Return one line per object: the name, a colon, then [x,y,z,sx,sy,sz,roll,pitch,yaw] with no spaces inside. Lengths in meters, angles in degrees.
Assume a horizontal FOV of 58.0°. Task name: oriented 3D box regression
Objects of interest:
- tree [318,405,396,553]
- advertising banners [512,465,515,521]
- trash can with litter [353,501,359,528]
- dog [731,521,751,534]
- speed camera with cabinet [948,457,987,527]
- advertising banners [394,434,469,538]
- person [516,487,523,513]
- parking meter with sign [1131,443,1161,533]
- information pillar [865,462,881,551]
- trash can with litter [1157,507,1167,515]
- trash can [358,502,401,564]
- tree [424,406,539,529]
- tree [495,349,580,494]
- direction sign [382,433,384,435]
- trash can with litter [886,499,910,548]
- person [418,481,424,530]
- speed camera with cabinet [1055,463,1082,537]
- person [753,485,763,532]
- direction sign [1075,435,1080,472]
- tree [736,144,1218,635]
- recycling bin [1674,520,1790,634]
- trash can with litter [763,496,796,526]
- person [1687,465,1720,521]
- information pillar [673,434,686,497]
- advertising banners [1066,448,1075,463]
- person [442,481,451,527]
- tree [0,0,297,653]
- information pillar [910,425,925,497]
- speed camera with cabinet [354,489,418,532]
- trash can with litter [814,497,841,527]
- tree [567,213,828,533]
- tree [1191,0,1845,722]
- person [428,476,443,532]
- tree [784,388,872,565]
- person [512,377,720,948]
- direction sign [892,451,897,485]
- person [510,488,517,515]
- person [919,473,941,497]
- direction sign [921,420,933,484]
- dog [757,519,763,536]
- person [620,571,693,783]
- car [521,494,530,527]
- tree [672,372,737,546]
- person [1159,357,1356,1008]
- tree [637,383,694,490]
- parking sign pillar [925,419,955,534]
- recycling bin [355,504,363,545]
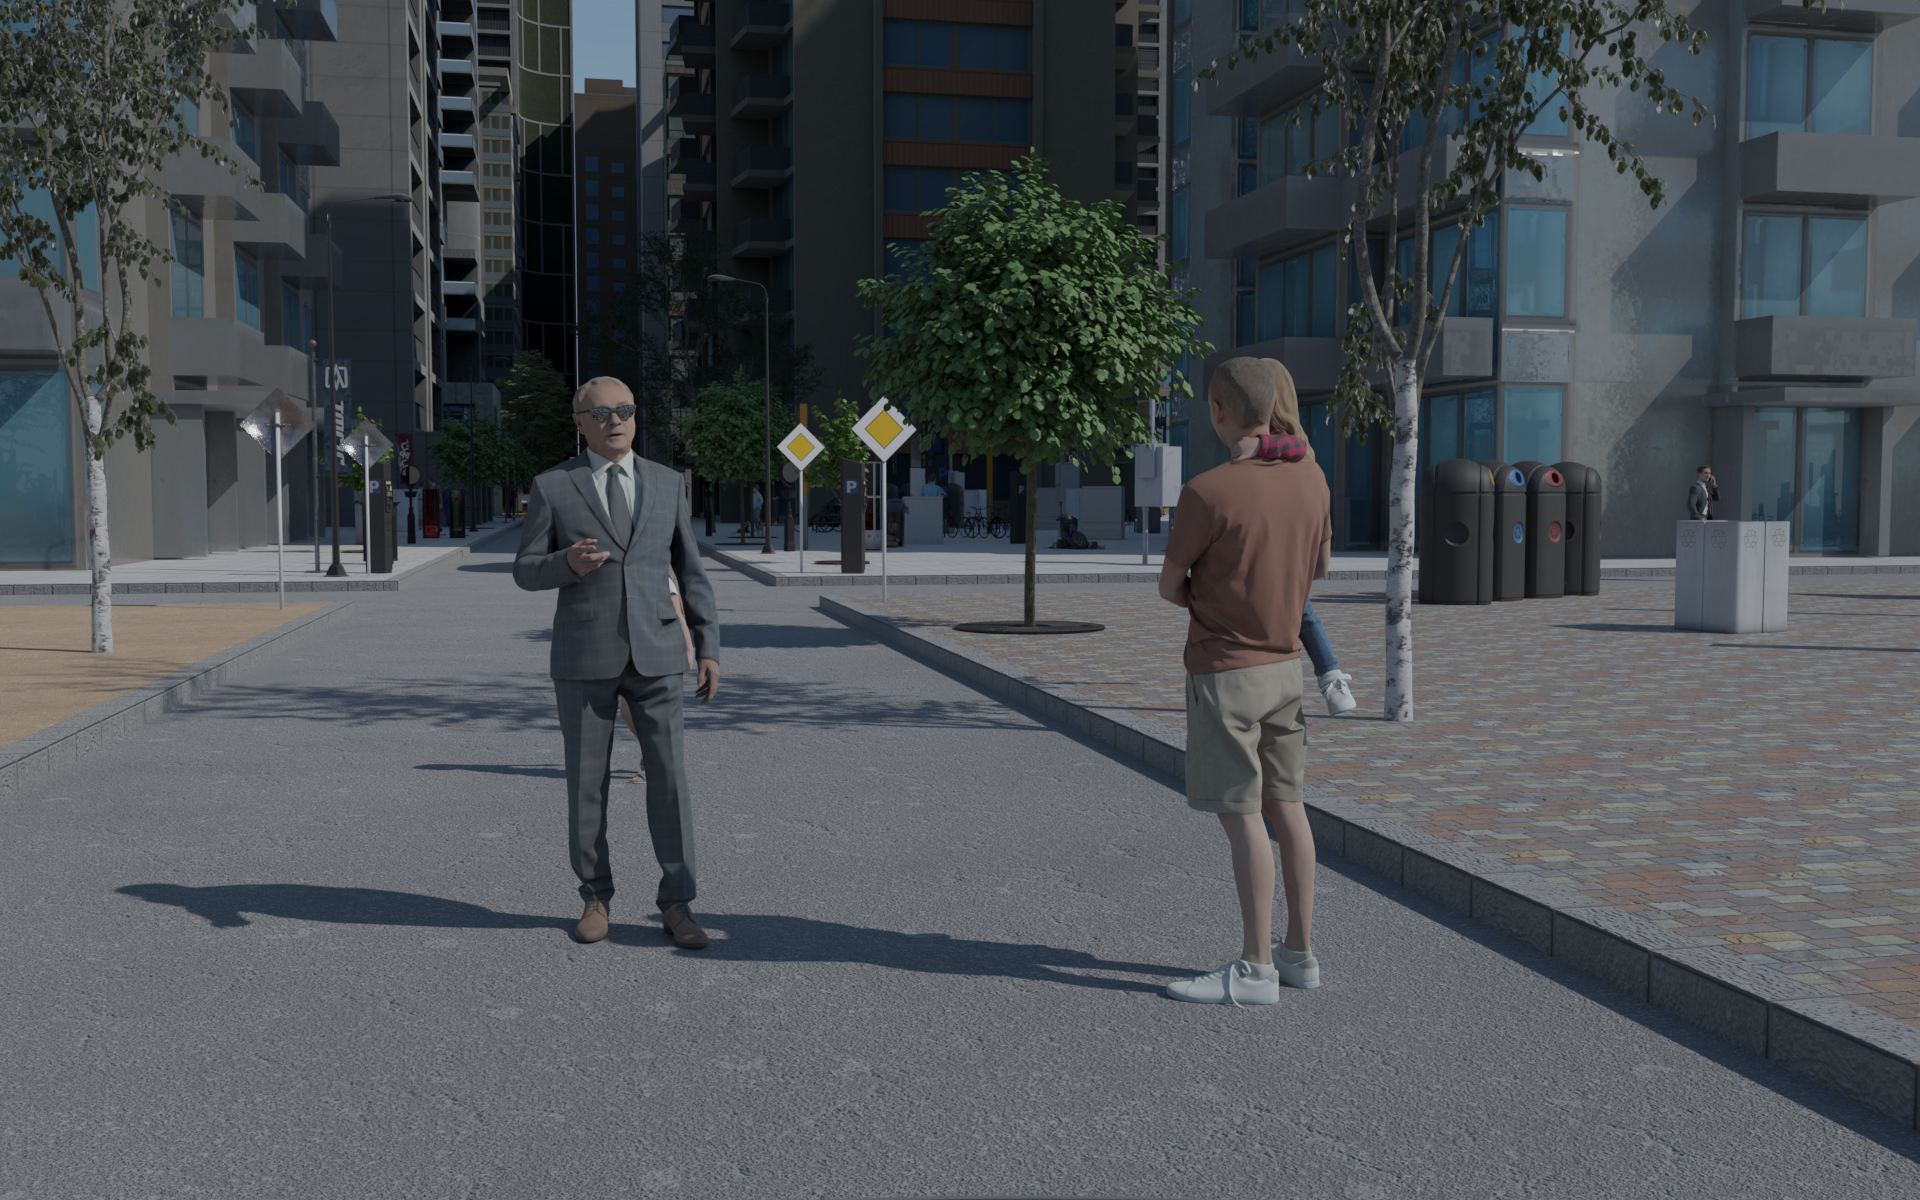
tree: [-13.160,-2.642,37.796,1.663,3.219,1.824,0,3,0]
advertising banners: [-21.531,-5.348,83.621,0.090,3.025,2.074,-1,4,-12]
trash can with litter: [-22.534,-3.281,65.027,0.624,1.170,1.055,-3,4,-38]
dog: [-7.121,-2.373,56.534,0.748,0.427,0.550,-1,4,-11]
speed camera with cabinet: [0.244,-4.572,69.084,0.660,3.252,2.038,-3,5,-44]
advertising banners: [-15.296,-3.299,50.122,2.074,3.025,0.090,0,4,-1]
person: [-29.264,-6.631,115.120,0.551,1.740,0.621,-2,4,-32]
parking meter with sign: [6.120,-3.721,57.097,0.543,3.016,1.738,-1,4,-19]
information pillar: [-1.994,-2.133,39.362,0.304,2.012,0.304,2,4,27]
trash can with litter: [11.559,-5.697,104.211,2.233,1.210,1.678,0,4,4]
trash can: [-10.590,-1.222,31.626,0.748,1.137,0.748,0,3,0]
tree: [-18.054,-4.919,64.145,4.285,4.588,4.351,0,3,0]
tree: [-33.406,-13.343,136.288,7.486,12.596,7.792,0,3,0]
direction sign: [-21.526,-4.406,64.040,0.379,3.537,0.876,1,4,16]
trash can with litter: [-1.557,-1.860,41.803,0.624,1.170,1.055,0,4,5]
person: [-19.185,-3.372,61.740,0.480,1.755,0.524,-3,5,-39]
speed camera with cabinet: [3.345,-3.434,50.478,0.660,3.252,2.038,-1,4,-14]
person: [-6.905,-3.111,58.713,0.330,1.601,0.589,-2,4,-27]
direction sign: [4.141,-4.214,60.888,0.379,3.537,0.876,1,4,13]
tree: [0.713,-1.992,16.278,4.285,4.588,4.351,0,3,0]
recycling bin: [7.244,-0.227,16.266,0.722,1.027,0.722,-2,4,-25]
trash can with litter: [-7.164,-3.581,69.611,1.678,1.210,2.233,2,4,27]
person: [12.225,-1.260,28.464,0.474,1.900,0.648,2,4,29]
information pillar: [-10.808,-4.603,66.614,0.504,3.616,0.183,0,4,-7]
advertising banners: [4.701,-4.232,65.384,0.090,3.025,2.074,-3,5,-40]
person: [-19.794,-3.707,66.827,0.419,1.800,0.721,-1,4,-12]
tree: [-7.071,-3.866,13.578,4.360,8.622,3.978,0,3,0]
information pillar: [-1.339,-3.909,55.263,0.504,3.616,0.183,-1,4,-15]
speed camera with cabinet: [-19.574,-3.956,59.011,2.038,3.252,0.660,-1,4,-23]
trash can with litter: [-5.130,-3.434,67.532,1.055,1.170,0.624,-2,4,-26]
tree: [-8.396,-7.523,57.418,8.767,10.594,7.601,-2,4,-32]
tree: [2.715,-3.626,9.655,4.360,8.622,3.978,0,3,0]
person: [-16.233,-2.907,53.475,0.656,1.842,0.836,1,4,9]
tree: [-2.144,-2.277,31.837,1.663,3.219,1.824,0,3,0]
person: [-1.068,0.194,5.497,0.661,1.801,0.590,-1,4,-23]
direction sign: [-2.669,-4.795,70.393,0.379,3.537,0.876,1,4,9]
person: [-26.724,-5.948,103.745,0.683,1.767,0.568,2,4,25]
person: [-0.807,-2.402,45.327,0.660,1.820,0.620,1,4,9]
direction sign: [-1.011,-3.733,53.028,0.379,3.537,0.876,-2,4,-24]
dog: [-6.182,-2.252,53.655,0.540,0.507,0.406,3,5,39]
person: [-1.484,0.297,8.666,0.505,1.210,0.382,3,4,36]
car: [-7.408,-1.534,33.756,2.281,1.827,5.304,-1,4,-12]
tree: [-5.552,-3.674,43.778,4.285,4.588,4.351,0,3,0]
person: [0.860,0.211,5.019,0.573,1.828,0.580,0,4,5]
tree: [-17.841,-9.534,106.238,4.360,8.622,3.978,0,3,0]
parking sign pillar: [-0.883,-4.157,56.441,1.447,3.967,1.447,-2,4,-31]
recycling bin: [-14.922,-1.931,44.123,0.722,1.027,0.722,-3,5,-43]
